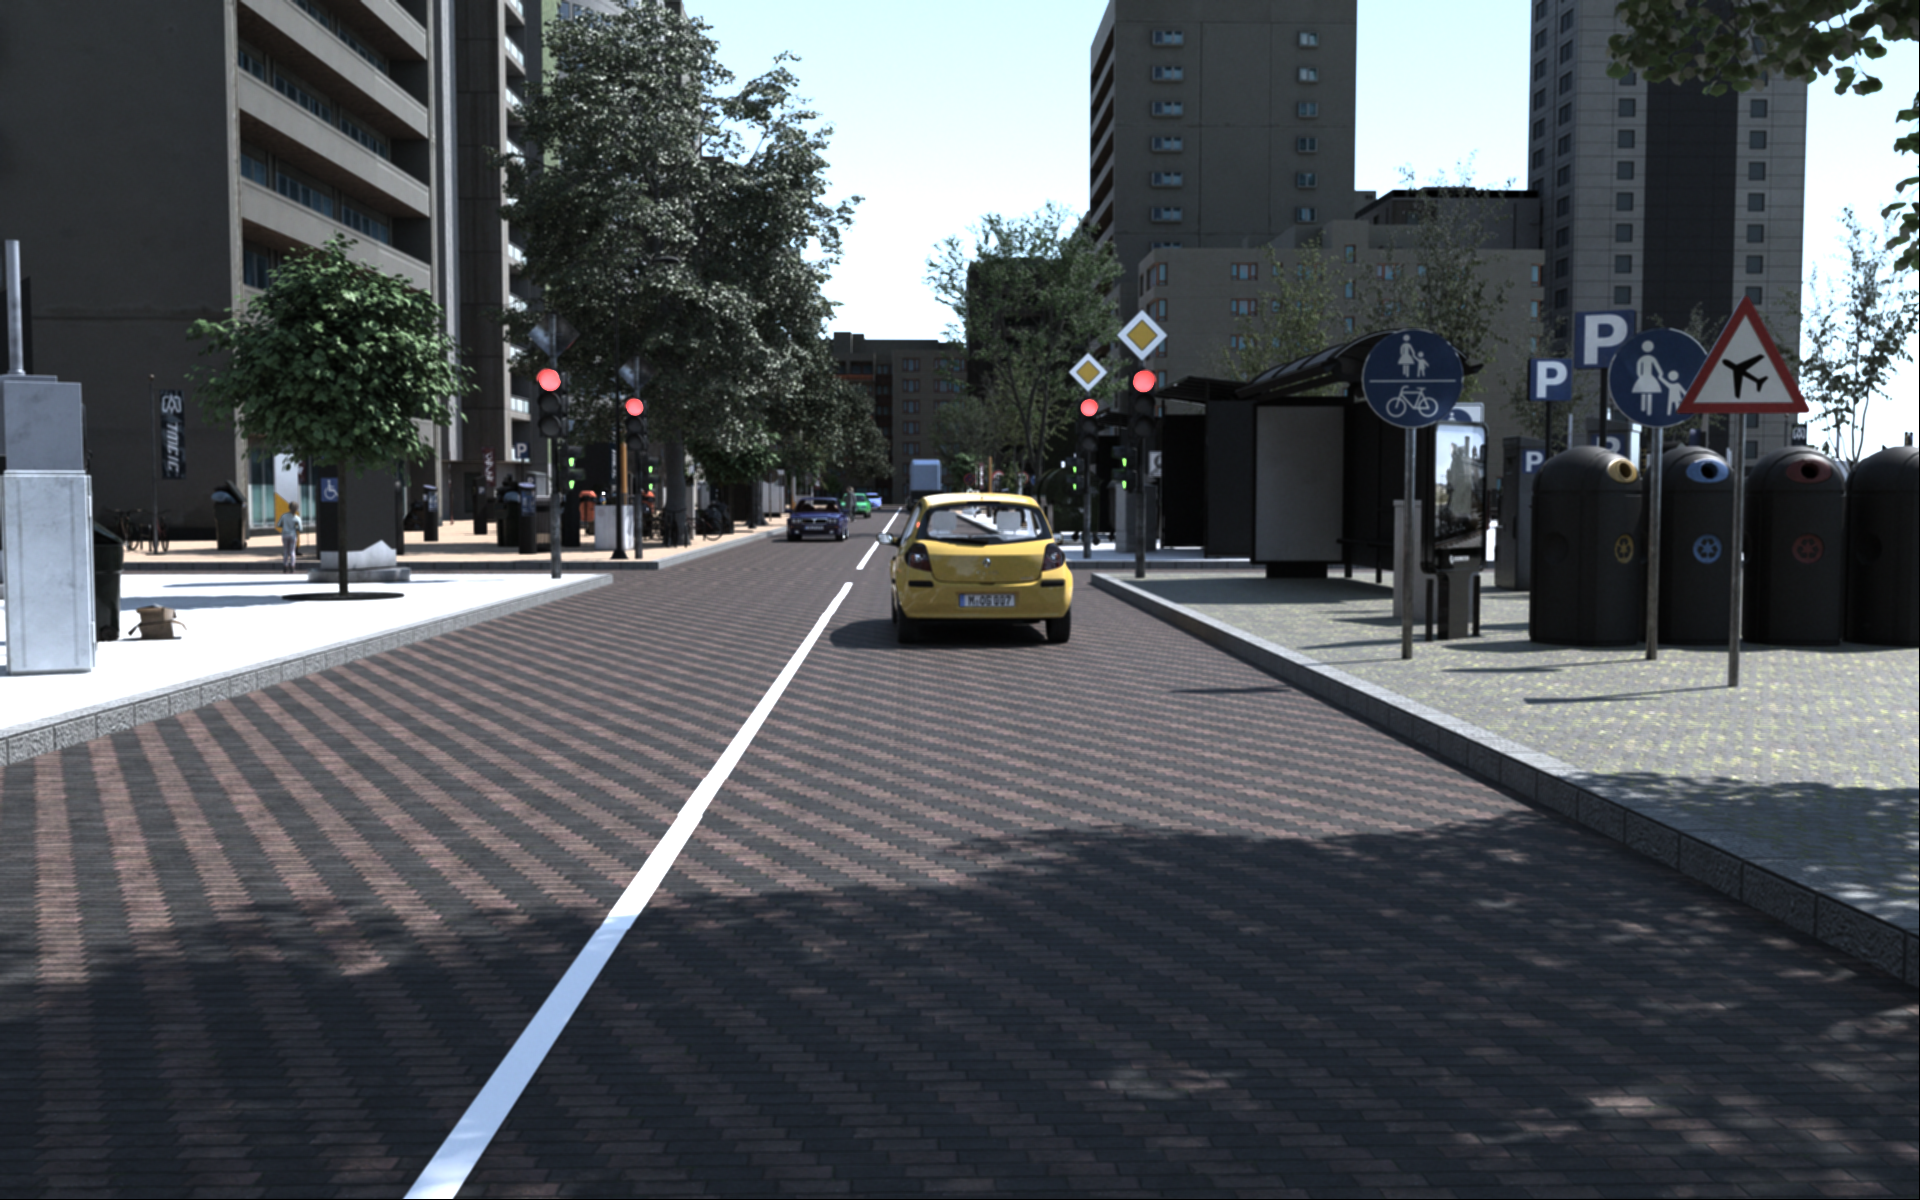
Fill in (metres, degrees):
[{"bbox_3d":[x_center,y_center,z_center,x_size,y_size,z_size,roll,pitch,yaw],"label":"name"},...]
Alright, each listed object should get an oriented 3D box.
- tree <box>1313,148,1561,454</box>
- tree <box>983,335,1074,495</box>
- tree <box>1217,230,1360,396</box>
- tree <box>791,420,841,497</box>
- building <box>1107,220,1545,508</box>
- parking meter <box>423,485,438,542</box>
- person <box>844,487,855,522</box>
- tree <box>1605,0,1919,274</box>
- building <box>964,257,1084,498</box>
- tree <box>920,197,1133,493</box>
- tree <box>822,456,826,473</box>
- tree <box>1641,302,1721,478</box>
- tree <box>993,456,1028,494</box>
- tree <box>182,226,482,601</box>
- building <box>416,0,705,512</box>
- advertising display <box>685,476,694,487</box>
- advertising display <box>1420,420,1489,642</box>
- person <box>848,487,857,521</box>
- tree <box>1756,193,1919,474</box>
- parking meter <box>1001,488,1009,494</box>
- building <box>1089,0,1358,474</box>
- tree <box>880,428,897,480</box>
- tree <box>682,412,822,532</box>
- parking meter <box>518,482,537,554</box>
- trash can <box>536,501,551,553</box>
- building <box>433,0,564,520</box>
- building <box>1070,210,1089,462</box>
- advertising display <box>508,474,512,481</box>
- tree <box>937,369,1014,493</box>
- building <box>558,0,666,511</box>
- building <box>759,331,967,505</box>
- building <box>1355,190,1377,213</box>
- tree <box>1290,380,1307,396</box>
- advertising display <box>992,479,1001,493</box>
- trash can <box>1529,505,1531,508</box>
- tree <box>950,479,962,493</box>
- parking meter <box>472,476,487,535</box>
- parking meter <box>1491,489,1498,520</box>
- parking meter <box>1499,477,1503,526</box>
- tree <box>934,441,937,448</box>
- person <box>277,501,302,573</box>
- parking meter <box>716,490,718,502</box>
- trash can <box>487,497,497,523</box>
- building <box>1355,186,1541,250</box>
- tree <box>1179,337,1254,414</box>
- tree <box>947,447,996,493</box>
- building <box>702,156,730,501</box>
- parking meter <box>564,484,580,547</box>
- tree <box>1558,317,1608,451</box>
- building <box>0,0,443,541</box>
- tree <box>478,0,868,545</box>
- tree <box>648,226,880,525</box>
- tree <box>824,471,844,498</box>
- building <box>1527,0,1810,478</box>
[{"bbox_3d":[10.184,-5.337,37.622,4.360,8.622,3.978,0,3,0],"label":"tree"},{"bbox_3d":[2.881,-7.870,79.035,4.737,8.622,4.395,0,3,0],"label":"tree"},{"bbox_3d":[9.360,-6.036,49.051,4.737,8.622,4.395,0,3,0],"label":"tree"},{"bbox_3d":[-10.304,-10.563,123.072,4.737,8.622,4.395,0,3,0],"label":"tree"},{"bbox_3d":[27.047,-17.837,136.682,27.650,21.520,28.899,0,4,-2],"label":"building"},{"bbox_3d":[-14.336,-2.354,46.902,0.372,1.533,0.369,0,3,0],"label":"parking meter"},{"bbox_3d":[-5.780,-4.951,89.551,0.767,1.812,0.694,-1,4,-15],"label":"person"},{"bbox_3d":[4.497,-5.338,5.407,7.486,12.596,7.792,0,3,0],"label":"tree"},{"bbox_3d":[7.757,-27.049,213.953,14.107,30.474,14.160,0,4,-2],"label":"building"},{"bbox_3d":[2.679,-8.351,62.294,9.928,11.665,9.643,0,3,0],"label":"tree"},{"bbox_3d":[-9.525,-7.249,102.229,4.285,4.588,4.351,0,3,0],"label":"tree"},{"bbox_3d":[28.105,-7.166,67.534,4.360,8.622,3.978,0,3,0],"label":"tree"},{"bbox_3d":[2.738,-5.778,89.068,1.663,3.219,1.824,0,3,0],"label":"tree"},{"bbox_3d":[-7.556,-2.300,21.320,4.285,4.588,4.351,0,3,0],"label":"tree"},{"bbox_3d":[-35.389,-32.736,158.938,21.600,48.544,21.300,0,4,-2],"label":"building"},{"bbox_3d":[-10.055,-3.496,62.376,0.974,1.923,0.123,-2,4,-31],"label":"advertising display"},{"bbox_3d":[4.375,-0.618,15.321,0.123,1.923,0.974,3,5,44],"label":"advertising display"},{"bbox_3d":[-5.819,-5.062,91.454,0.709,1.800,0.728,1,4,22],"label":"person"},{"bbox_3d":[22.007,-5.658,42.868,4.360,8.622,3.978,0,3,0],"label":"tree"},{"bbox_3d":[1.988,-4.152,76.298,0.372,1.533,0.369,0,3,0],"label":"parking meter"},{"bbox_3d":[23.703,-32.861,160.985,21.300,48.544,21.600,0,4,-2],"label":"building"},{"bbox_3d":[-11.080,-15.587,171.848,9.611,12.733,9.660,0,3,0],"label":"tree"},{"bbox_3d":[-7.773,-4.579,58.583,4.285,4.588,4.351,0,3,0],"label":"tree"},{"bbox_3d":[-9.241,-1.748,36.996,0.372,1.533,0.369,0,3,0],"label":"parking meter"},{"bbox_3d":[-9.250,-1.621,38.162,0.748,1.137,0.748,0,3,0],"label":"trash can"},{"bbox_3d":[-28.493,-24.705,87.529,14.154,41.232,14.086,0,4,-2],"label":"building"},{"bbox_3d":[26.593,-32.518,223.552,23.993,40.220,32.217,0,4,-2],"label":"building"},{"bbox_3d":[-14.359,-3.066,55.340,0.123,1.923,0.974,-1,4,-15],"label":"advertising display"},{"bbox_3d":[1.625,-9.268,101.900,4.360,8.622,3.978,0,3,0],"label":"tree"},{"bbox_3d":[-33.306,-35.495,122.343,21.231,58.520,28.212,0,4,-2],"label":"building"},{"bbox_3d":[-13.947,-22.991,220.937,28.899,21.520,27.650,0,4,-2],"label":"building"},{"bbox_3d":[50.750,-32.562,224.269,23.993,40.220,32.217,0,4,-2],"label":"building"},{"bbox_3d":[19.342,-9.195,100.705,4.360,8.622,3.978,0,3,0],"label":"tree"},{"bbox_3d":[1.549,-4.153,73.119,0.123,1.923,0.974,-1,4,-15],"label":"advertising display"},{"bbox_3d":[31.018,-5.037,94.000,0.748,1.137,0.748,0,3,0],"label":"trash can"},{"bbox_3d":[-0.221,-11.749,186.691,1.663,3.219,1.824,0,3,0],"label":"tree"},{"bbox_3d":[-15.217,-3.006,54.862,0.399,1.863,0.255,-3,5,-41],"label":"parking meter"},{"bbox_3d":[26.545,-4.744,85.967,0.372,1.533,0.369,0,3,0],"label":"parking meter"},{"bbox_3d":[15.871,-2.722,50.218,0.399,1.863,0.255,0,4,-4],"label":"parking meter"},{"bbox_3d":[0.023,-12.689,157.830,4.360,8.622,3.978,0,3,0],"label":"tree"},{"bbox_3d":[-12.169,-1.141,31.441,0.425,1.301,0.394,-1,4,-23],"label":"person"},{"bbox_3d":[-13.573,-5.461,97.705,0.372,1.533,0.369,0,3,0],"label":"parking meter"},{"bbox_3d":[-20.994,-4.026,77.474,0.748,1.137,0.748,0,3,0],"label":"trash can"},{"bbox_3d":[46.288,-24.153,166.603,14.107,30.474,14.160,0,4,-2],"label":"building"},{"bbox_3d":[12.311,-7.960,80.502,4.360,8.622,3.978,0,3,0],"label":"tree"},{"bbox_3d":[0.829,-8.136,116.737,4.285,4.588,4.351,0,3,0],"label":"tree"},{"bbox_3d":[-43.232,-34.388,216.863,28.867,44.769,22.147,0,4,-2],"label":"building"},{"bbox_3d":[-9.390,-2.048,41.892,0.372,1.533,0.369,0,3,0],"label":"parking meter"},{"bbox_3d":[22.601,-7.131,66.952,4.360,8.622,3.978,0,3,0],"label":"tree"},{"bbox_3d":[-30.912,-26.475,56.575,21.300,48.544,21.600,0,4,-2],"label":"building"},{"bbox_3d":[-7.165,-8.352,43.210,9.857,13.997,8.962,0,3,0],"label":"tree"},{"bbox_3d":[-8.612,-9.475,71.924,9.611,12.733,9.660,0,3,0],"label":"tree"},{"bbox_3d":[-11.406,-9.735,153.774,1.663,3.219,1.824,0,3,0],"label":"tree"},{"bbox_3d":[63.764,-44.237,161.531,20.611,71.187,20.563,0,4,-2],"label":"building"}]
